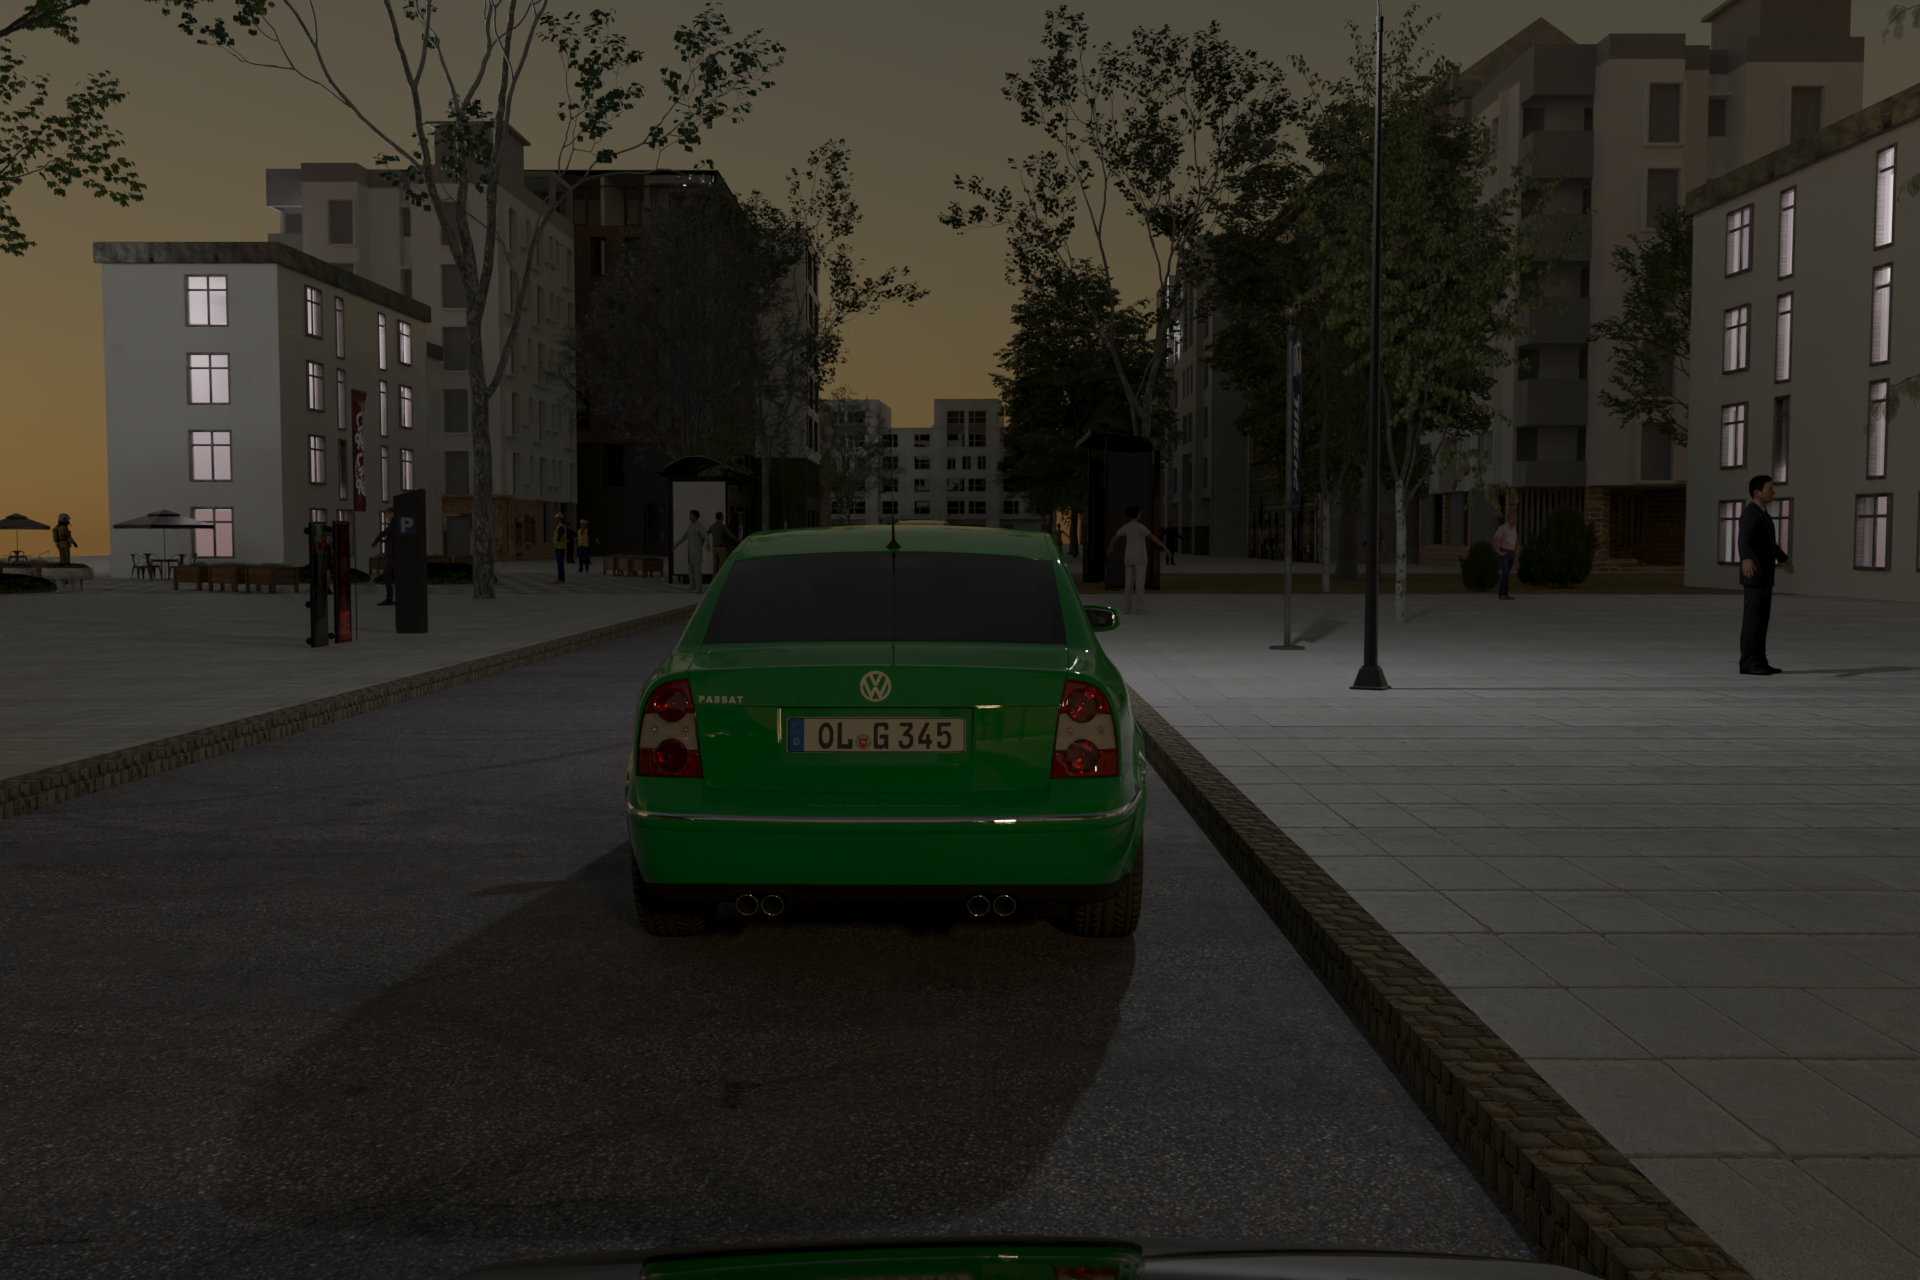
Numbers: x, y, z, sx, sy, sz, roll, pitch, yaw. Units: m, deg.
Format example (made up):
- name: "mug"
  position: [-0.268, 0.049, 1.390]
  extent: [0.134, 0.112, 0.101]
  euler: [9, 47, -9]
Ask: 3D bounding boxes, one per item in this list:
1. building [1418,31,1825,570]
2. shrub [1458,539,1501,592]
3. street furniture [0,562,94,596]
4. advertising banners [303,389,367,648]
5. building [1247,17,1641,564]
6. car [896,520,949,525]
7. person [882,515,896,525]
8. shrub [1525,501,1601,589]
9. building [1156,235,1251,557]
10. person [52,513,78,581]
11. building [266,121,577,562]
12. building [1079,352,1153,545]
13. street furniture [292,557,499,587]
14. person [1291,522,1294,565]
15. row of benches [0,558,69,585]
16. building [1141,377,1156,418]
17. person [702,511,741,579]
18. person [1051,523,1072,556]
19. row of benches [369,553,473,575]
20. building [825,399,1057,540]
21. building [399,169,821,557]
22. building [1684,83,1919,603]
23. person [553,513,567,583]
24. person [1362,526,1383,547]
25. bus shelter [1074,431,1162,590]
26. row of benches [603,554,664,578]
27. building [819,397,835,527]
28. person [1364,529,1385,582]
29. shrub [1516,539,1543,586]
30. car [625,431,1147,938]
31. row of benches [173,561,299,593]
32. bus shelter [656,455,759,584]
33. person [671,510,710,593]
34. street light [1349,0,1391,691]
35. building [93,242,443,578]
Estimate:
- name: "building"
  position: [24.479, -13.154, 71.492]
  extent: [16.016, 20.090, 11.380]
  euler: [0, 4, 0]
- name: "shrub"
  position: [11.649, -1.687, 38.700]
  extent: [1.383, 1.207, 1.383]
  euler: [0, 3, 0]
- name: "street furniture"
  position: [-24.347, -1.355, 37.783]
  extent: [10.072, 0.657, 5.734]
  euler: [0, 4, 3]
- name: "advertising banners"
  position: [-7.302, -1.480, 20.381]
  extent: [0.090, 3.025, 2.074]
  euler: [0, 3, 0]
- name: "building"
  position: [24.683, -15.433, 83.257]
  extent: [19.493, 23.208, 18.063]
  euler: [0, 3, 0]
- name: "car"
  position: [-1.036, -2.390, 47.744]
  extent: [2.281, 1.827, 5.304]
  euler: [0, 4, 0]
- name: "person"
  position: [-1.501, -1.662, 35.765]
  extent: [0.704, 1.817, 1.347]
  euler: [1, 4, 12]
- name: "shrub"
  position: [14.257, -2.257, 40.941]
  extent: [1.661, 2.075, 1.752]
  euler: [0, 3, 0]
- name: "building"
  position: [22.488, -14.963, 111.110]
  extent: [16.747, 18.905, 31.486]
  euler: [0, 4, 1]
- name: "person"
  position: [-24.709, -2.573, 47.835]
  extent: [0.705, 1.858, 1.354]
  euler: [-3, 5, -44]
- name: "building"
  position: [-25.779, -13.725, 80.817]
  extent: [16.016, 20.090, 11.380]
  euler: [0, 4, 0]
- name: "building"
  position: [23.917, -22.730, 202.564]
  extent: [19.493, 23.208, 18.063]
  euler: [0, 4, 0]
- name: "street furniture"
  position: [-15.283, -1.912, 46.894]
  extent: [5.734, 0.657, 10.072]
  euler: [-1, 4, -13]
- name: "person"
  position: [13.716, -4.036, 72.123]
  extent: [0.704, 1.812, 1.346]
  euler: [1, 4, 16]
- name: "row of benches"
  position: [-24.732, -1.736, 43.844]
  extent: [4.104, 0.672, 1.422]
  euler: [0, 4, 4]
- name: "building"
  position: [27.144, -20.169, 160.691]
  extent: [19.493, 23.208, 18.063]
  euler: [0, 3, 0]
- name: "person"
  position: [-5.479, -2.040, 39.618]
  extent: [1.348, 1.796, 0.705]
  euler: [2, 4, 31]
- name: "person"
  position: [4.162, -4.065, 73.268]
  extent: [1.217, 1.733, 0.721]
  euler: [-1, 4, -12]
- name: "row of benches"
  position: [-16.934, -2.437, 55.310]
  extent: [4.104, 0.672, 1.422]
  euler: [-3, 5, -42]
- name: "building"
  position: [-2.807, -22.280, 233.184]
  extent: [31.486, 18.905, 16.747]
  euler: [0, 4, 4]
- name: "building"
  position: [-24.240, -16.498, 113.724]
  extent: [27.936, 21.610, 32.646]
  euler: [0, 4, 0]
- name: "building"
  position: [22.337, -5.298, 28.774]
  extent: [9.099, 9.664, 28.070]
  euler: [0, 3, 0]
- name: "person"
  position: [-10.486, -2.403, 45.258]
  extent: [0.705, 1.833, 1.349]
  euler: [-1, 4, -11]
- name: "person"
  position: [12.157, -2.731, 50.787]
  extent: [0.705, 1.813, 1.348]
  euler: [2, 4, 34]
- name: "bus shelter"
  position: [3.837, -3.131, 42.471]
  extent: [1.731, 3.624, 6.357]
  euler: [0, 4, 1]
- name: "row of benches"
  position: [-9.904, -2.264, 52.485]
  extent: [1.422, 0.672, 4.104]
  euler: [-2, 4, -28]
- name: "building"
  position: [-25.103, -22.716, 202.326]
  extent: [19.493, 23.208, 18.063]
  euler: [0, 4, 1]
- name: "person"
  position: [11.234, -2.301, 46.891]
  extent: [0.599, 1.433, 0.991]
  euler: [-1, 4, -19]
- name: "shrub"
  position: [14.282, -1.952, 43.026]
  extent: [1.383, 1.207, 1.383]
  euler: [0, 3, 0]
- name: "car"
  position: [-0.232, 0.078, 7.526]
  extent: [1.959, 1.807, 4.718]
  euler: [0, 4, 1]
- name: "row of benches"
  position: [-16.170, -1.422, 38.715]
  extent: [4.104, 0.672, 1.422]
  euler: [3, 4, 36]
- name: "bus shelter"
  position: [-6.749, -3.242, 46.927]
  extent: [2.014, 3.302, 5.546]
  euler: [0, 4, 0]
- name: "person"
  position: [-5.775, -1.916, 37.514]
  extent: [0.705, 1.806, 1.347]
  euler: [-3, 5, -44]
- name: "street light"
  position: [3.942, -2.546, 14.164]
  extent: [1.470, 5.913, 1.316]
  euler: [0, 4, 0]
- name: "building"
  position: [-24.015, -7.449, 63.935]
  extent: [9.099, 9.664, 28.070]
  euler: [0, 4, 0]
